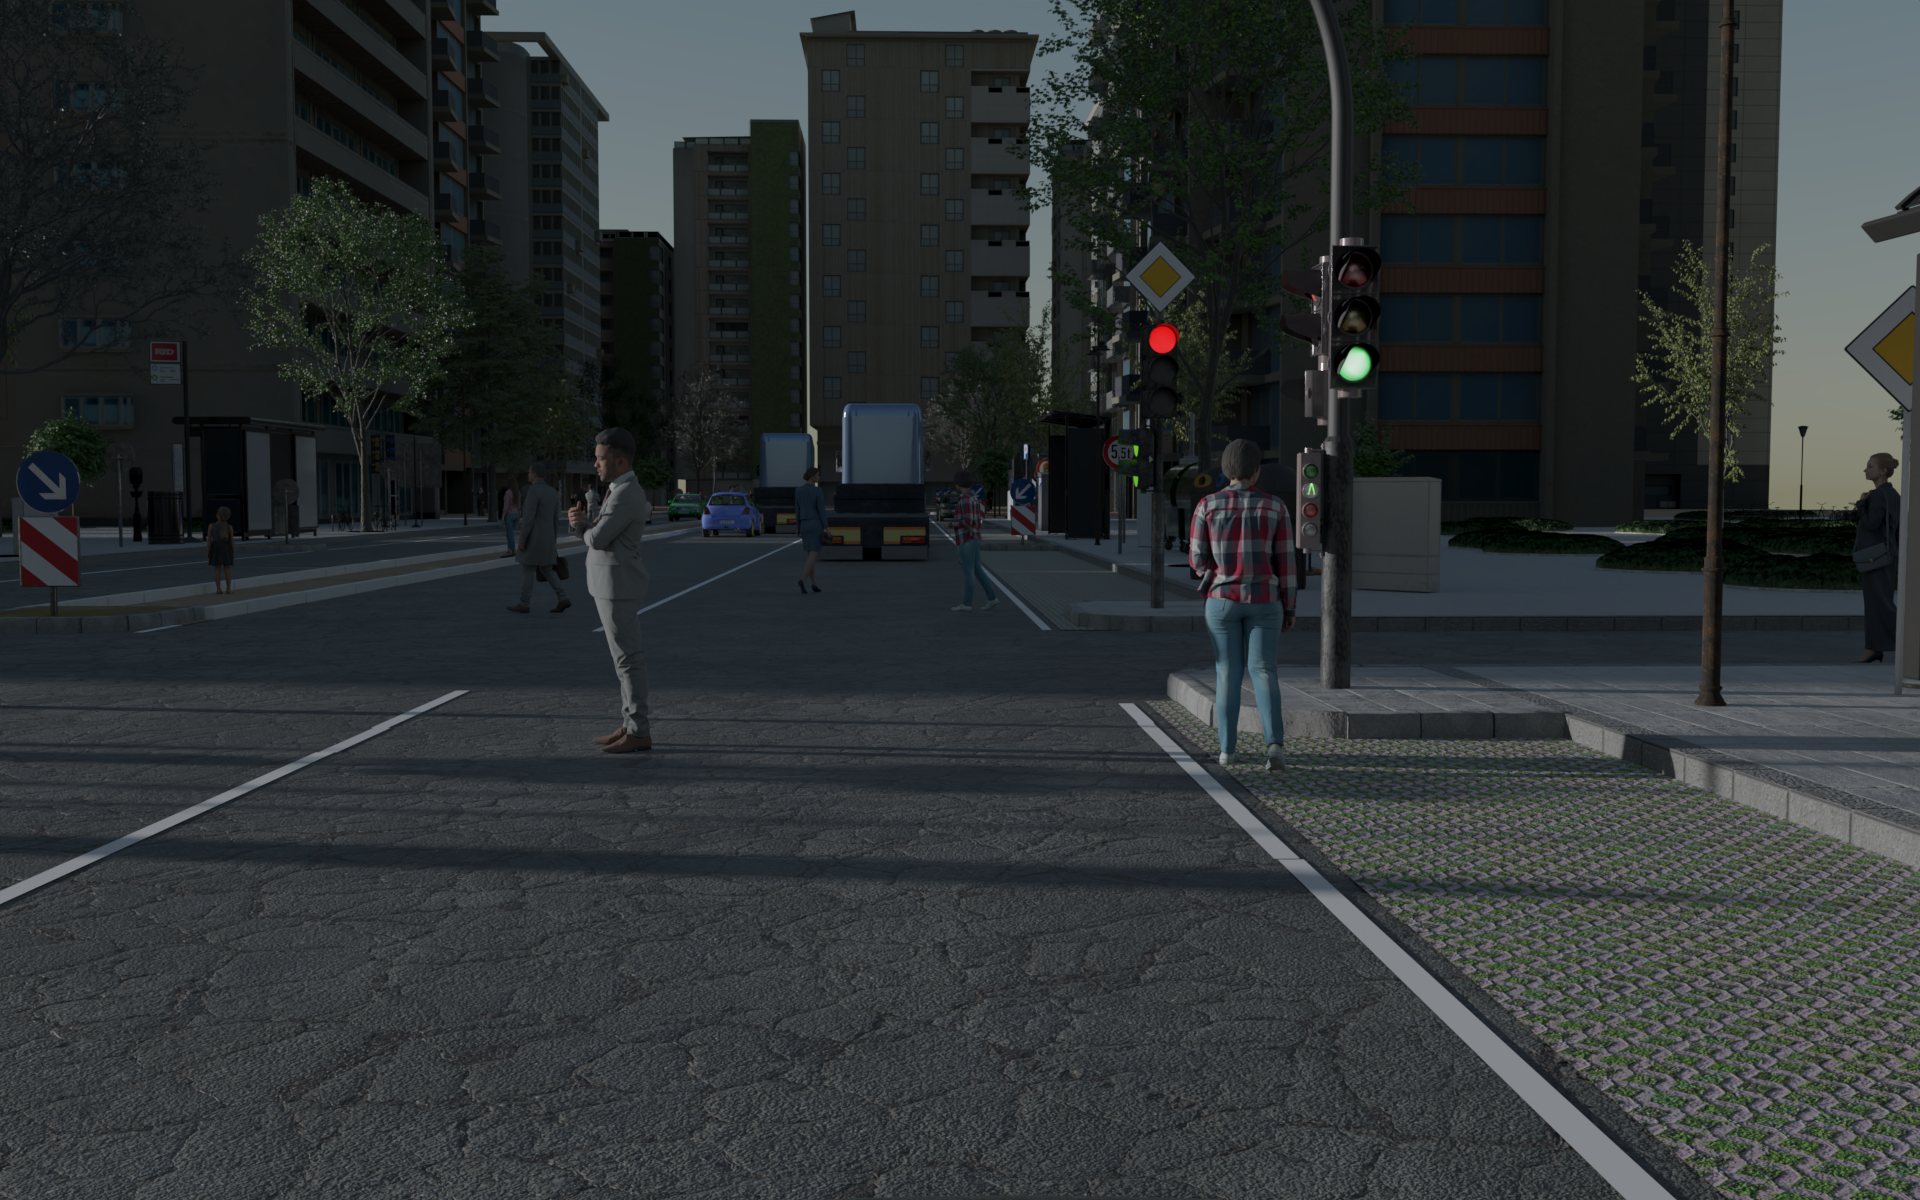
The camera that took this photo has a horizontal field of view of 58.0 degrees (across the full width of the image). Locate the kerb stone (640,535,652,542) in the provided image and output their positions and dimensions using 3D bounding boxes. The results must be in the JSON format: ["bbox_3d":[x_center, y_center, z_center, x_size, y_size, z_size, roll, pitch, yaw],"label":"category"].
[{"bbox_3d":[-9.633,-1.882,52.972,0.120,0.150,1.000,0,4,-2],"label":"kerb stone"}]

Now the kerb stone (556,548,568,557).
[{"bbox_3d":[-9.194,-1.067,39.636,0.120,0.150,1.000,0,4,-2],"label":"kerb stone"}]

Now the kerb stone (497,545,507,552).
[{"bbox_3d":[-11.399,-1.250,42.655,0.120,0.150,1.000,0,4,-2],"label":"kerb stone"}]

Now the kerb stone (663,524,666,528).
[{"bbox_3d":[-12.330,-2.997,71.331,0.120,0.150,1.000,0,4,-2],"label":"kerb stone"}]

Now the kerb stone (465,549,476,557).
[{"bbox_3d":[-11.300,-1.063,39.583,0.120,0.150,1.000,0,4,-2],"label":"kerb stone"}]

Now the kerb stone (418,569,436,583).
[{"bbox_3d":[-8.829,-0.378,28.377,0.120,0.150,1.000,0,4,-2],"label":"kerb stone"}]

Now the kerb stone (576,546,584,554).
[{"bbox_3d":[-9.264,-1.188,41.680,0.120,0.150,1.000,0,4,-2],"label":"kerb stone"}]

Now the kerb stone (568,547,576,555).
[{"bbox_3d":[-9.230,-1.129,40.657,0.120,0.150,1.000,0,4,-2],"label":"kerb stone"}]

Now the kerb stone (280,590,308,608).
[{"bbox_3d":[-8.633,-0.003,22.238,0.120,0.150,1.000,0,4,-2],"label":"kerb stone"}]

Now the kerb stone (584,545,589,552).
[{"bbox_3d":[-9.300,-1.254,42.701,0.120,0.150,1.000,0,4,-2],"label":"kerb stone"}]

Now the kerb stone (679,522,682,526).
[{"bbox_3d":[-12.504,-3.317,76.458,0.120,0.150,1.000,0,4,-2],"label":"kerb stone"}]

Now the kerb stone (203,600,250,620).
[{"bbox_3d":[-8.561,0.126,20.191,0.120,0.150,1.000,0,4,-2],"label":"kerb stone"}]

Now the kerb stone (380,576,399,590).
[{"bbox_3d":[-8.771,-0.253,26.330,0.120,0.150,1.000,0,4,-2],"label":"kerb stone"}]

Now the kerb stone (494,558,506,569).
[{"bbox_3d":[-9.000,-0.691,33.497,0.120,0.150,1.000,0,4,-2],"label":"kerb stone"}]

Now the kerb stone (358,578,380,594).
[{"bbox_3d":[-8.730,-0.189,25.308,0.120,0.150,1.000,0,4,-2],"label":"kerb stone"}]

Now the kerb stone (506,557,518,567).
[{"bbox_3d":[-9.035,-0.754,34.519,0.120,0.150,1.000,0,4,-2],"label":"kerb stone"}]

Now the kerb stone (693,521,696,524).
[{"bbox_3d":[-12.671,-3.632,81.584,0.120,0.150,1.000,0,4,-2],"label":"kerb stone"}]

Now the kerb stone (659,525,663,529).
[{"bbox_3d":[-12.301,-2.942,70.304,0.120,0.150,1.000,0,4,-2],"label":"kerb stone"}]

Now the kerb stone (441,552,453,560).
[{"bbox_3d":[-11.231,-0.938,37.537,0.120,0.150,1.000,0,4,-2],"label":"kerb stone"}]

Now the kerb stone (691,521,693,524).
[{"bbox_3d":[-12.637,-3.570,80.562,0.120,0.150,1.000,0,4,-2],"label":"kerb stone"}]

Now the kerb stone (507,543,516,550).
[{"bbox_3d":[-11.432,-1.314,43.677,0.120,0.150,1.000,0,4,-2],"label":"kerb stone"}]

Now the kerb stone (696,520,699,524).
[{"bbox_3d":[-12.707,-3.695,82.615,0.120,0.150,1.000,0,4,-2],"label":"kerb stone"}]

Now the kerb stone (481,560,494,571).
[{"bbox_3d":[-8.963,-0.620,32.476,0.120,0.150,1.000,0,4,-2],"label":"kerb stone"}]

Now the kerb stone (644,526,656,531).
[{"bbox_3d":[-12.233,-2.817,68.256,0.120,0.150,1.000,0,4,-2],"label":"kerb stone"}]

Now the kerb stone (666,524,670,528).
[{"bbox_3d":[-12.361,-3.068,72.361,0.120,0.150,1.000,0,4,-2],"label":"kerb stone"}]

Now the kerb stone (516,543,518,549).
[{"bbox_3d":[-11.470,-1.376,44.698,0.120,0.150,1.000,0,4,-2],"label":"kerb stone"}]

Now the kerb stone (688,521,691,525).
[{"bbox_3d":[-12.603,-3.507,79.532,0.120,0.150,1.000,0,4,-2],"label":"kerb stone"}]

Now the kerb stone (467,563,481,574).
[{"bbox_3d":[-8.925,-0.566,31.451,0.120,0.150,1.000,0,4,-2],"label":"kerb stone"}]

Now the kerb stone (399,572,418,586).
[{"bbox_3d":[-8.799,-0.312,27.352,0.120,0.150,1.000,0,4,-2],"label":"kerb stone"}]

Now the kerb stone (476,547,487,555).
[{"bbox_3d":[-11.334,-1.126,40.607,0.120,0.150,1.000,0,4,-2],"label":"kerb stone"}]

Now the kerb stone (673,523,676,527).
[{"bbox_3d":[-12.438,-3.194,74.409,0.120,0.150,1.000,0,4,-2],"label":"kerb stone"}]

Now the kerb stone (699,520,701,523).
[{"bbox_3d":[-12.740,-3.758,83.638,0.120,0.150,1.000,0,4,-2],"label":"kerb stone"}]

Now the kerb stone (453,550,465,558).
[{"bbox_3d":[-11.267,-1.001,38.561,0.120,0.150,1.000,0,4,-2],"label":"kerb stone"}]

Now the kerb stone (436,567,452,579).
[{"bbox_3d":[-8.865,-0.441,29.398,0.120,0.150,1.000,0,4,-2],"label":"kerb stone"}]

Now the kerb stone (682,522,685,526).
[{"bbox_3d":[-12.536,-3.380,77.481,0.120,0.150,1.000,0,4,-2],"label":"kerb stone"}]

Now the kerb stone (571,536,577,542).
[{"bbox_3d":[-11.692,-1.813,51.864,0.120,0.150,1.000,0,4,-2],"label":"kerb stone"}]

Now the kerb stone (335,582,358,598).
[{"bbox_3d":[-8.696,-0.128,24.283,0.120,0.150,1.000,0,4,-2],"label":"kerb stone"}]

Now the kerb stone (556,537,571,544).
[{"bbox_3d":[-11.658,-1.751,50.840,0.120,0.150,1.000,0,4,-2],"label":"kerb stone"}]

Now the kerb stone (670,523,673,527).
[{"bbox_3d":[-12.398,-3.131,73.384,0.120,0.150,1.000,0,4,-2],"label":"kerb stone"}]

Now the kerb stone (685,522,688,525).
[{"bbox_3d":[-12.569,-3.441,78.506,0.120,0.150,1.000,0,4,-2],"label":"kerb stone"}]

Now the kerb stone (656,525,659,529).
[{"bbox_3d":[-12.262,-2.878,69.278,0.120,0.150,1.000,0,4,-2],"label":"kerb stone"}]

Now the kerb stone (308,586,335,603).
[{"bbox_3d":[-8.660,-0.061,23.262,0.120,0.150,1.000,0,4,-2],"label":"kerb stone"}]

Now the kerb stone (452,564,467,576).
[{"bbox_3d":[-8.898,-0.500,30.425,0.120,0.150,1.000,0,4,-2],"label":"kerb stone"}]

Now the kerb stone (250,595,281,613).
[{"bbox_3d":[-8.593,0.062,21.213,0.120,0.150,1.000,0,4,-2],"label":"kerb stone"}]

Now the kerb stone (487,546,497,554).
[{"bbox_3d":[-11.370,-1.188,41.628,0.120,0.150,1.000,0,4,-2],"label":"kerb stone"}]

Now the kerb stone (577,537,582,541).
[{"bbox_3d":[-11.734,-1.877,52.890,0.120,0.150,1.000,0,4,-2],"label":"kerb stone"}]

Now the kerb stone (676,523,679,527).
[{"bbox_3d":[-12.474,-3.256,75.431,0.120,0.150,1.000,0,4,-2],"label":"kerb stone"}]

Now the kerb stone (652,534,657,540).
[{"bbox_3d":[-9.669,-1.944,53.997,0.120,0.150,1.000,0,4,-2],"label":"kerb stone"}]
